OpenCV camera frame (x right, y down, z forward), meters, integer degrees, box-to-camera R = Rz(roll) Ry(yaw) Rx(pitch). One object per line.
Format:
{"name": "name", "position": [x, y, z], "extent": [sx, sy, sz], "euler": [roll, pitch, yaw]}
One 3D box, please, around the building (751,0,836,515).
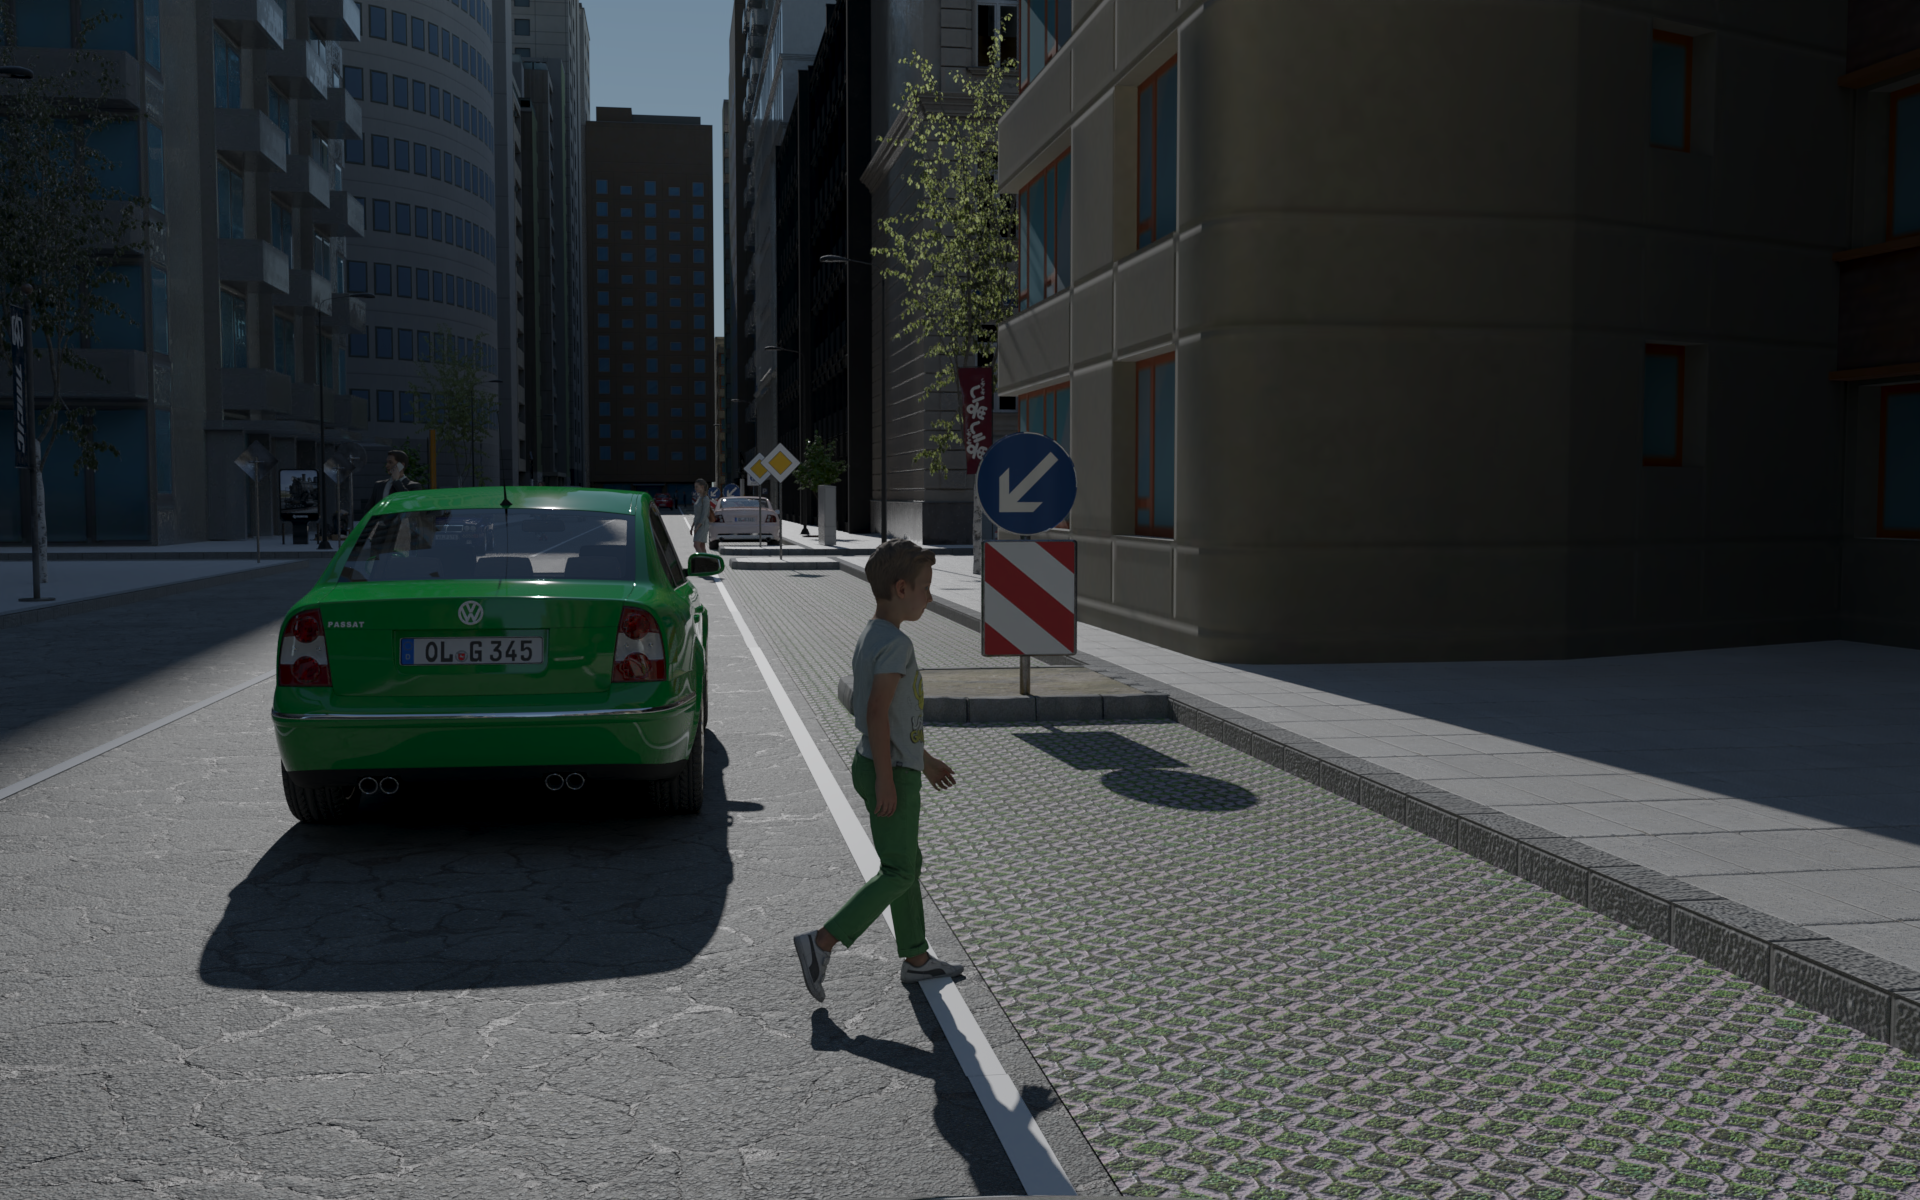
{"name": "building", "position": [-5.932, -19.848, 102.007], "extent": [11.434, 29.767, 29.804], "euler": [-1, 4, -9]}

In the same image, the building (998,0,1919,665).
{"name": "building", "position": [16.476, -10.037, 9.141], "extent": [27.650, 21.520, 28.899], "euler": [-1, 4, -9]}

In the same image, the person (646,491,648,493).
{"name": "person", "position": [-26.096, -8.245, 144.244], "extent": [0.436, 1.711, 0.756], "euler": [0, 4, 7]}

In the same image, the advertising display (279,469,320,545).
{"name": "advertising display", "position": [-16.797, -2.377, 44.071], "extent": [0.974, 1.923, 0.123], "euler": [0, 4, -7]}

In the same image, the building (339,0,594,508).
{"name": "building", "position": [-58.046, -40.566, 205.259], "extent": [28.212, 58.520, 21.231], "euler": [-1, 4, -9]}

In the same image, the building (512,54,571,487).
{"name": "building", "position": [-43.122, -28.945, 156.845], "extent": [14.154, 41.232, 14.086], "euler": [-1, 4, -9]}

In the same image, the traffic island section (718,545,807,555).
{"name": "traffic island section", "position": [-4.787, -1.189, 41.728], "extent": [2.009, 0.180, 2.903], "euler": [-1, 4, -9]}

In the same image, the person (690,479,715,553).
{"name": "person", "position": [-4.631, -1.317, 31.029], "extent": [0.522, 1.701, 0.512], "euler": [-2, 4, -30]}

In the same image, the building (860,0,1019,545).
{"name": "building", "position": [10.081, -15.469, 50.186], "extent": [25.104, 27.353, 12.463], "euler": [-1, 4, -9]}

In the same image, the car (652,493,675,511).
{"name": "car", "position": [-26.114, -8.759, 152.255], "extent": [2.155, 1.783, 4.494], "euler": [-1, 4, -8]}

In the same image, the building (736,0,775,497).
{"name": "building", "position": [-5.287, -31.489, 134.457], "extent": [23.786, 49.044, 30.456], "euler": [-1, 4, -9]}

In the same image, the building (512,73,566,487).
{"name": "building", "position": [-48.140, -27.211, 136.781], "extent": [32.217, 40.220, 23.993], "euler": [-1, 4, -9]}

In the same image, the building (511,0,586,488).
{"name": "building", "position": [-49.248, -45.068, 175.107], "extent": [20.611, 71.187, 20.563], "euler": [-1, 4, -9]}

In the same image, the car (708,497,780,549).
{"name": "car", "position": [-5.764, -2.065, 46.123], "extent": [2.083, 1.381, 4.827], "euler": [0, 4, -8]}

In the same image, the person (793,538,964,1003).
{"name": "person", "position": [-0.233, 0.476, 4.973], "extent": [0.590, 1.304, 0.306], "euler": [-2, 4, -34]}

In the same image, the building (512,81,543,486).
{"name": "building", "position": [-36.752, -21.284, 119.690], "extent": [14.160, 30.474, 14.107], "euler": [-1, 4, -9]}

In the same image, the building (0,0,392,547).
{"name": "building", "position": [-31.166, -26.444, 51.976], "extent": [23.786, 49.044, 30.456], "euler": [-1, 4, -9]}

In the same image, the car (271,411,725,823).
{"name": "car", "position": [-2.211, -0.013, 9.003], "extent": [1.959, 1.807, 4.718], "euler": [0, 4, -8]}

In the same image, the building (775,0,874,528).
{"name": "building", "position": [-1.818, -15.298, 79.795], "extent": [12.332, 23.373, 15.834], "euler": [-1, 4, -9]}

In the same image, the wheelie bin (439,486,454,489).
{"name": "wheelie bin", "position": [-21.264, -3.898, 71.641], "extent": [0.980, 1.594, 0.693], "euler": [-3, 4, -39]}

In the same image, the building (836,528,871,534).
{"name": "building", "position": [1.208, -14.316, 63.751], "extent": [12.332, 23.373, 15.834], "euler": [-1, 4, -9]}

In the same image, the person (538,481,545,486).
{"name": "person", "position": [-12.903, -2.743, 53.353], "extent": [0.555, 1.821, 0.388], "euler": [0, 4, -4]}

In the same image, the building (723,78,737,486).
{"name": "building", "position": [-15.547, -29.750, 170.012], "extent": [14.154, 41.232, 14.086], "euler": [-1, 4, -9]}

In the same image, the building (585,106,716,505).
{"name": "building", "position": [-36.338, -33.901, 204.387], "extent": [14.200, 45.320, 14.600], "euler": [-1, 4, -9]}

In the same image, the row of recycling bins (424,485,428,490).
{"name": "row of recycling bins", "position": [-24.620, -4.302, 77.458], "extent": [1.069, 1.692, 3.534], "euler": [-3, 5, -44]}

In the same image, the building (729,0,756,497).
{"name": "building", "position": [-13.420, -30.930, 155.815], "extent": [14.600, 45.320, 14.200], "euler": [-1, 4, -9]}

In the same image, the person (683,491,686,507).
{"name": "person", "position": [-28.016, -10.201, 176.210], "extent": [0.530, 1.710, 0.541], "euler": [1, 4, 18]}

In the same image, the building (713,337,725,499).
{"name": "building", "position": [-15.893, -22.680, 215.849], "extent": [28.899, 21.520, 27.650], "euler": [-1, 4, -9]}

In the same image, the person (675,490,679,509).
{"name": "person", "position": [-27.074, -9.610, 165.605], "extent": [0.705, 1.826, 1.348], "euler": [0, 4, -1]}

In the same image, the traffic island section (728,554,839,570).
{"name": "traffic island section", "position": [-3.477, -0.708, 33.851], "extent": [2.009, 0.180, 2.903], "euler": [-1, 4, -9]}

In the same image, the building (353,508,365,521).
{"name": "building", "position": [-35.590, -33.569, 90.860], "extent": [21.231, 58.520, 28.212], "euler": [-1, 4, -9]}

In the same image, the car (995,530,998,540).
{"name": "car", "position": [3.017, -1.894, 39.999], "extent": [4.494, 1.783, 2.155], "euler": [-1, 4, -9]}

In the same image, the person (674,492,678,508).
{"name": "person", "position": [-29.042, -10.258, 177.136], "extent": [0.541, 1.710, 0.530], "euler": [-2, 4, -27]}

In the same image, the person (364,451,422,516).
{"name": "person", "position": [-6.175, -0.668, 18.786], "extent": [0.648, 1.900, 0.474], "euler": [0, 4, -8]}
